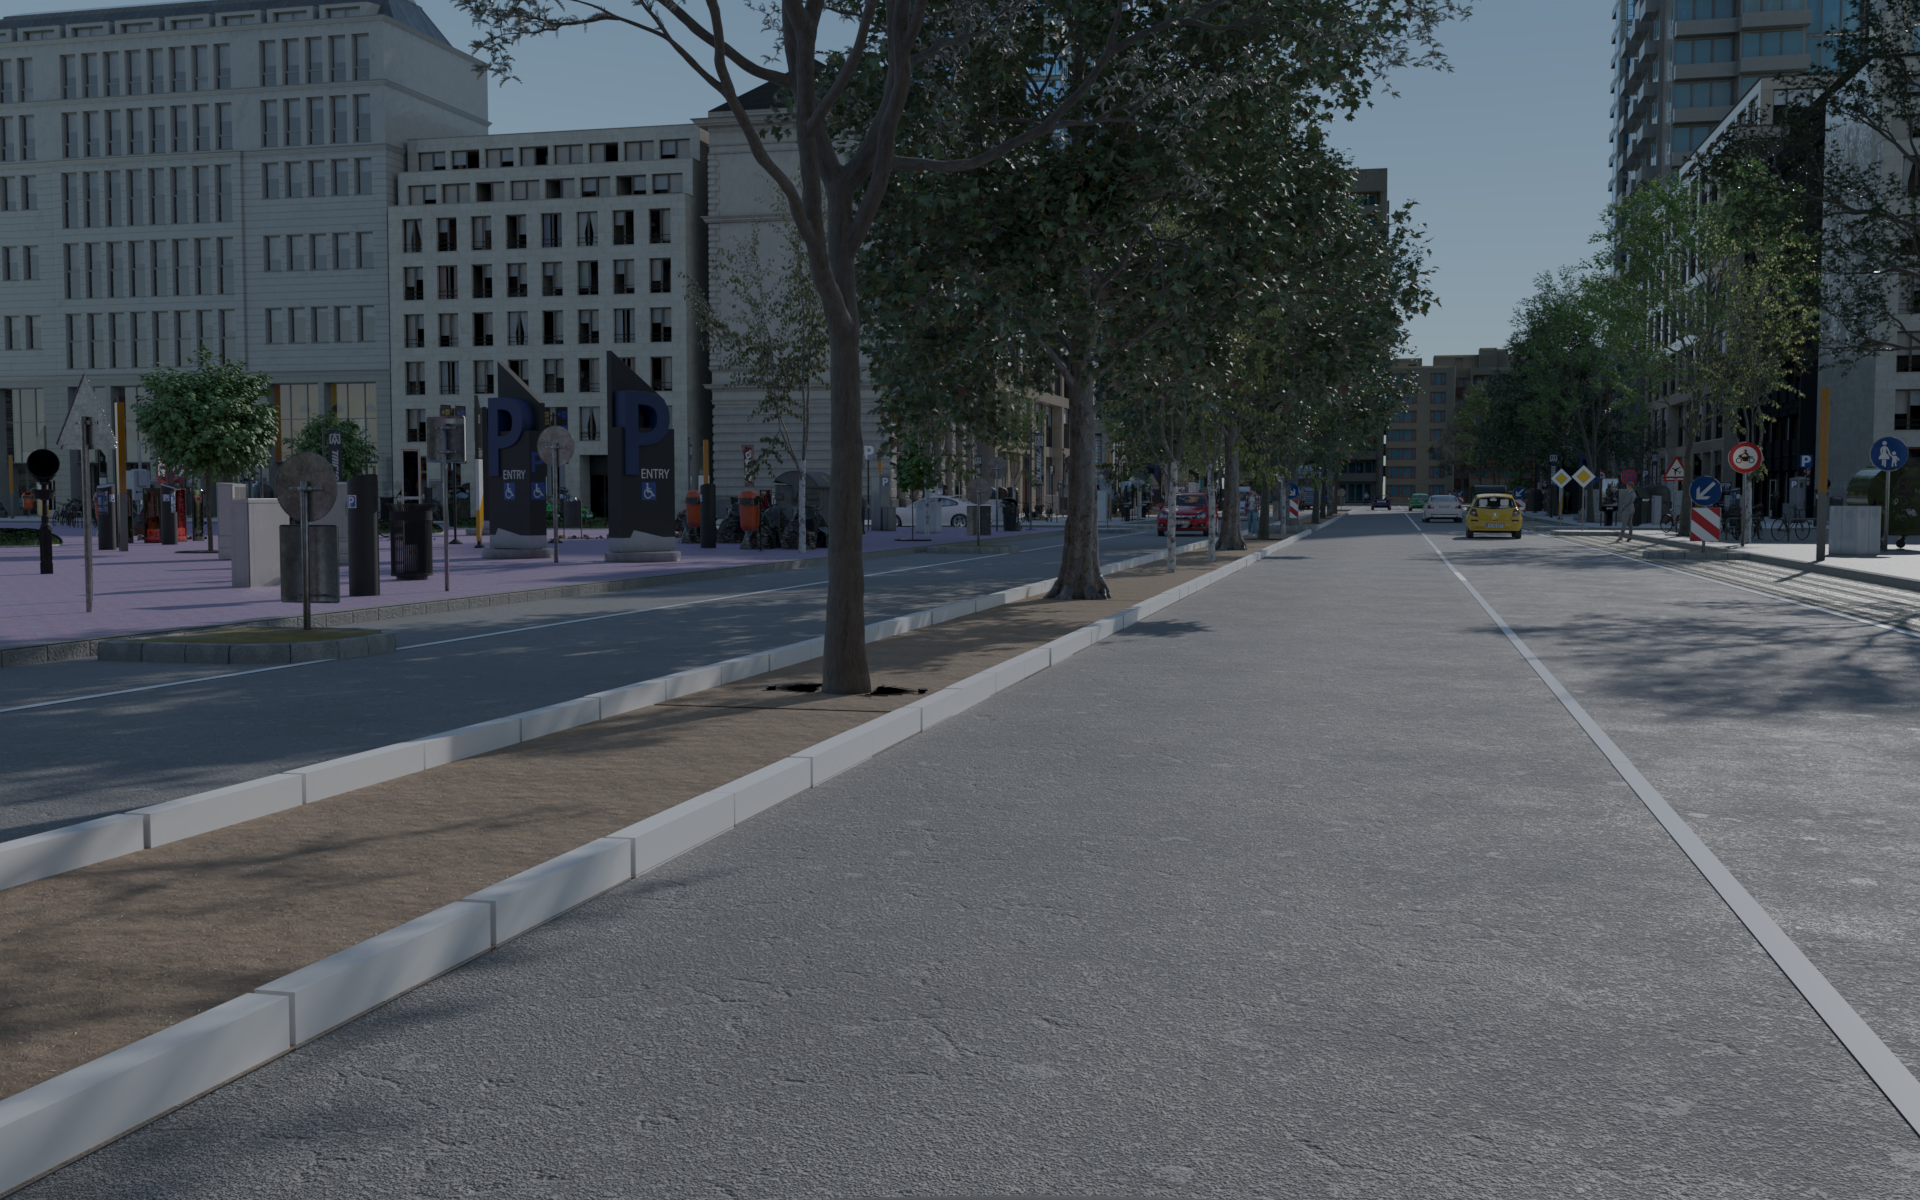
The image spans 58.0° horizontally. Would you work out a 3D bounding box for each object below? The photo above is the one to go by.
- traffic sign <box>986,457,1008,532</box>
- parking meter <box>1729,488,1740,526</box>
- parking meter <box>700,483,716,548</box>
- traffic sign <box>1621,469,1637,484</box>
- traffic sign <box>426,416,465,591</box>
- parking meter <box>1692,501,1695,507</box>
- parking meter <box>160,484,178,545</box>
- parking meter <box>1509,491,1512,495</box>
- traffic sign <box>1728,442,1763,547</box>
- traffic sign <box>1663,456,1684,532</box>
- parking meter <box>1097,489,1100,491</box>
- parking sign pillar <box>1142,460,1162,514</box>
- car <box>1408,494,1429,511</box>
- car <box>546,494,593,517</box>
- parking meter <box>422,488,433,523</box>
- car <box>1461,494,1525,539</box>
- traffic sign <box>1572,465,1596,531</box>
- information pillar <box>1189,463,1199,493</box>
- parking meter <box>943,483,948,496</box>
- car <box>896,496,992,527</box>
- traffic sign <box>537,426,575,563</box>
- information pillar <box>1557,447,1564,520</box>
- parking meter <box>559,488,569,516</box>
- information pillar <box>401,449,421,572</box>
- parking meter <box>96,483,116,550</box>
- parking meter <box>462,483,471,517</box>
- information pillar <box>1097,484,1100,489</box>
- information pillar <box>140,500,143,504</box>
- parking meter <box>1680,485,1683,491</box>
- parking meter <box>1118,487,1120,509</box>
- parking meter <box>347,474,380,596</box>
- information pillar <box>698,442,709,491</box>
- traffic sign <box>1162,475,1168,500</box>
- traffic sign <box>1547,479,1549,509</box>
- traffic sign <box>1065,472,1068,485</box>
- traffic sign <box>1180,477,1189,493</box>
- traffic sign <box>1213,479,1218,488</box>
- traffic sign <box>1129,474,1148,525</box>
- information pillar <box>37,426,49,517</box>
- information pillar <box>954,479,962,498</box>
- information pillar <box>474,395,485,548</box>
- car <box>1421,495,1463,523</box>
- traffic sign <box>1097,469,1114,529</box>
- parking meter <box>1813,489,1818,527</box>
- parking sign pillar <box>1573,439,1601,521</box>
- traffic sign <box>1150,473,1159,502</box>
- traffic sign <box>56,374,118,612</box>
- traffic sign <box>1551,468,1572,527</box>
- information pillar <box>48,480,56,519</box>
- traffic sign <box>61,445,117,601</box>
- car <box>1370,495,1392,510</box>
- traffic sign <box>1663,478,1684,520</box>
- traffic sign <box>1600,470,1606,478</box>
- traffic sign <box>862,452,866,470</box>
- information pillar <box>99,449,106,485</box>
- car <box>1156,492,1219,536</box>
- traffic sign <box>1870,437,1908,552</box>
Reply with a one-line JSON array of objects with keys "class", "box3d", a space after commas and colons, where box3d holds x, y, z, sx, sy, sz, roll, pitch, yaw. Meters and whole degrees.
[{"class": "traffic sign", "box3d": [1.266, -3.620, 59.298, 0.768, 2.556, 0.104, 1, 4, 15]}, {"class": "parking meter", "box3d": [30.766, -3.692, 68.776, 0.372, 1.533, 0.369, 0, 3, 0]}, {"class": "parking meter", "box3d": [-5.990, -2.005, 41.188, 0.372, 1.533, 0.369, 0, 3, 0]}, {"class": "traffic sign", "box3d": [34.390, -5.442, 89.091, 0.768, 2.556, 0.104, 1, 4, 19]}, {"class": "traffic sign", "box3d": [-6.772, -1.265, 22.809, 0.606, 2.300, 0.079, 1, 4, 21]}, {"class": "parking meter", "box3d": [36.569, -4.782, 86.592, 0.372, 1.533, 0.369, 0, 3, 0]}, {"class": "parking meter", "box3d": [-20.027, -2.168, 43.855, 0.372, 1.533, 0.369, 0, 3, 0]}, {"class": "parking meter", "box3d": [42.010, -7.554, 131.926, 0.372, 1.533, 0.369, 0, 3, 0]}, {"class": "traffic sign", "box3d": [19.145, -2.580, 42.287, 0.768, 2.556, 0.104, 1, 4, 20]}, {"class": "traffic sign", "box3d": [24.261, -3.589, 58.685, 0.884, 2.594, 0.081, 1, 4, 23]}, {"class": "parking meter", "box3d": [6.907, -4.674, 84.828, 0.372, 1.533, 0.369, 0, 3, 0]}, {"class": "parking sign pillar", "box3d": [12.110, -7.425, 109.869, 1.447, 3.967, 1.447, 0, 4, -6]}, {"class": "car", "box3d": [38.894, -8.424, 146.525, 1.959, 1.807, 4.718, 1, 4, 13]}, {"class": "car", "box3d": [-18.112, -4.019, 74.503, 4.718, 1.807, 1.959, 1, 4, 13]}, {"class": "parking meter", "box3d": [-20.714, -3.608, 67.397, 0.372, 1.533, 0.369, 0, 3, 0]}, {"class": "car", "box3d": [17.519, -2.855, 56.906, 2.015, 1.641, 3.980, 1, 4, 15]}, {"class": "traffic sign", "box3d": [21.620, -3.453, 60.099, 0.795, 2.450, 0.064, 1, 4, 14]}, {"class": "information pillar", "box3d": [17.688, -8.481, 130.020, 0.504, 3.616, 0.183, 0, 4, 1]}, {"class": "parking meter", "box3d": [-0.857, -5.214, 90.962, 0.399, 1.863, 0.255, 3, 5, 44]}, {"class": "car", "box3d": [-1.080, -3.539, 70.223, 4.827, 1.381, 2.083, 1, 4, 14]}, {"class": "traffic sign", "box3d": [-7.534, -1.965, 32.240, 0.768, 2.556, 0.104, 1, 4, 15]}, {"class": "information pillar", "box3d": [30.130, -5.837, 86.785, 0.183, 3.616, 0.504, 2, 4, 32]}, {"class": "parking meter", "box3d": [-16.098, -3.792, 70.418, 0.372, 1.533, 0.369, 0, 3, 0]}, {"class": "information pillar", "box3d": [-8.941, -1.453, 28.249, 0.304, 2.012, 0.304, -1, 4, -16]}, {"class": "parking meter", "box3d": [-19.603, -1.918, 39.777, 0.372, 1.533, 0.369, 0, 3, 0]}, {"class": "parking meter", "box3d": [-25.232, -5.060, 88.447, 0.255, 1.863, 0.399, 3, 4, 38]}, {"class": "information pillar", "box3d": [10.123, -7.567, 128.215, 0.304, 2.012, 0.304, -1, 4, -14]}, {"class": "information pillar", "box3d": [-34.041, -4.150, 72.343, 0.304, 2.012, 0.304, -3, 4, -37]}, {"class": "parking meter", "box3d": [45.252, -6.280, 108.383, 0.255, 1.863, 0.399, 0, 4, 5]}, {"class": "parking meter", "box3d": [13.691, -8.703, 148.000, 0.255, 1.863, 0.399, 3, 4, 37]}, {"class": "parking meter", "box3d": [-7.535, -0.823, 21.875, 0.372, 1.533, 0.369, 0, 3, 0]}, {"class": "information pillar", "box3d": [-11.398, -5.249, 77.168, 0.504, 3.616, 0.183, -1, 4, -21]}, {"class": "traffic sign", "box3d": [13.776, -7.069, 115.685, 0.768, 2.556, 0.104, 1, 4, 19]}, {"class": "traffic sign", "box3d": [40.232, -7.246, 118.570, 0.768, 2.556, 0.104, 1, 4, 20]}, {"class": "traffic sign", "box3d": [5.103, -4.715, 79.223, 0.606, 2.300, 0.079, 1, 4, 20]}, {"class": "traffic sign", "box3d": [16.334, -7.678, 125.647, 0.768, 2.556, 0.104, 1, 4, 22]}, {"class": "traffic sign", "box3d": [18.934, -7.856, 129.628, 0.795, 2.450, 0.064, 1, 4, 14]}, {"class": "traffic sign", "box3d": [7.386, -4.172, 71.856, 0.795, 2.450, 0.064, 1, 4, 14]}, {"class": "information pillar", "box3d": [-31.458, -4.163, 59.418, 0.504, 3.616, 0.183, 2, 4, 32]}, {"class": "information pillar", "box3d": [-0.098, -4.903, 84.649, 0.304, 2.012, 0.304, 1, 4, 22]}, {"class": "information pillar", "box3d": [-11.457, -3.051, 41.243, 0.183, 3.616, 0.504, 0, 4, -5]}, {"class": "car", "box3d": [24.449, -4.615, 87.824, 2.083, 1.381, 4.827, 1, 4, 13]}, {"class": "traffic sign", "box3d": [5.467, -3.698, 64.104, 0.795, 2.450, 0.064, 1, 4, 14]}, {"class": "parking meter", "box3d": [33.652, -3.635, 67.851, 0.372, 1.533, 0.369, 0, 3, 0]}, {"class": "parking sign pillar", "box3d": [30.487, -5.834, 83.864, 1.447, 3.967, 1.447, 0, 4, -8]}, {"class": "traffic sign", "box3d": [11.976, -6.620, 108.244, 0.884, 2.594, 0.081, 1, 4, 17]}, {"class": "traffic sign", "box3d": [-9.452, -1.145, 18.727, 0.884, 2.594, 0.081, 1, 4, 22]}, {"class": "traffic sign", "box3d": [23.539, -3.927, 67.851, 0.795, 2.450, 0.064, 1, 4, 14]}, {"class": "information pillar", "box3d": [-46.795, -5.182, 89.221, 0.304, 2.012, 0.304, 0, 4, -1]}, {"class": "traffic sign", "box3d": [-10.431, -1.267, 20.711, 0.884, 2.594, 0.081, 1, 4, 22]}, {"class": "car", "box3d": [37.460, -8.654, 154.070, 1.945, 1.354, 3.894, 1, 4, 13]}, {"class": "traffic sign", "box3d": [29.635, -4.395, 71.864, 0.884, 2.594, 0.081, 2, 4, 24]}, {"class": "traffic sign", "box3d": [33.174, -5.492, 89.903, 0.768, 2.556, 0.104, 1, 4, 22]}, {"class": "traffic sign", "box3d": [-2.856, -2.793, 45.773, 0.768, 2.556, 0.104, 1, 4, 21]}, {"class": "information pillar", "box3d": [-43.492, -5.901, 87.841, 0.183, 3.616, 0.504, 1, 4, 10]}, {"class": "car", "box3d": [7.919, -3.120, 60.046, 2.155, 1.783, 4.494, 1, 4, 14]}, {"class": "traffic sign", "box3d": [20.621, -2.349, 38.512, 0.768, 2.556, 0.104, 1, 4, 20]}]
